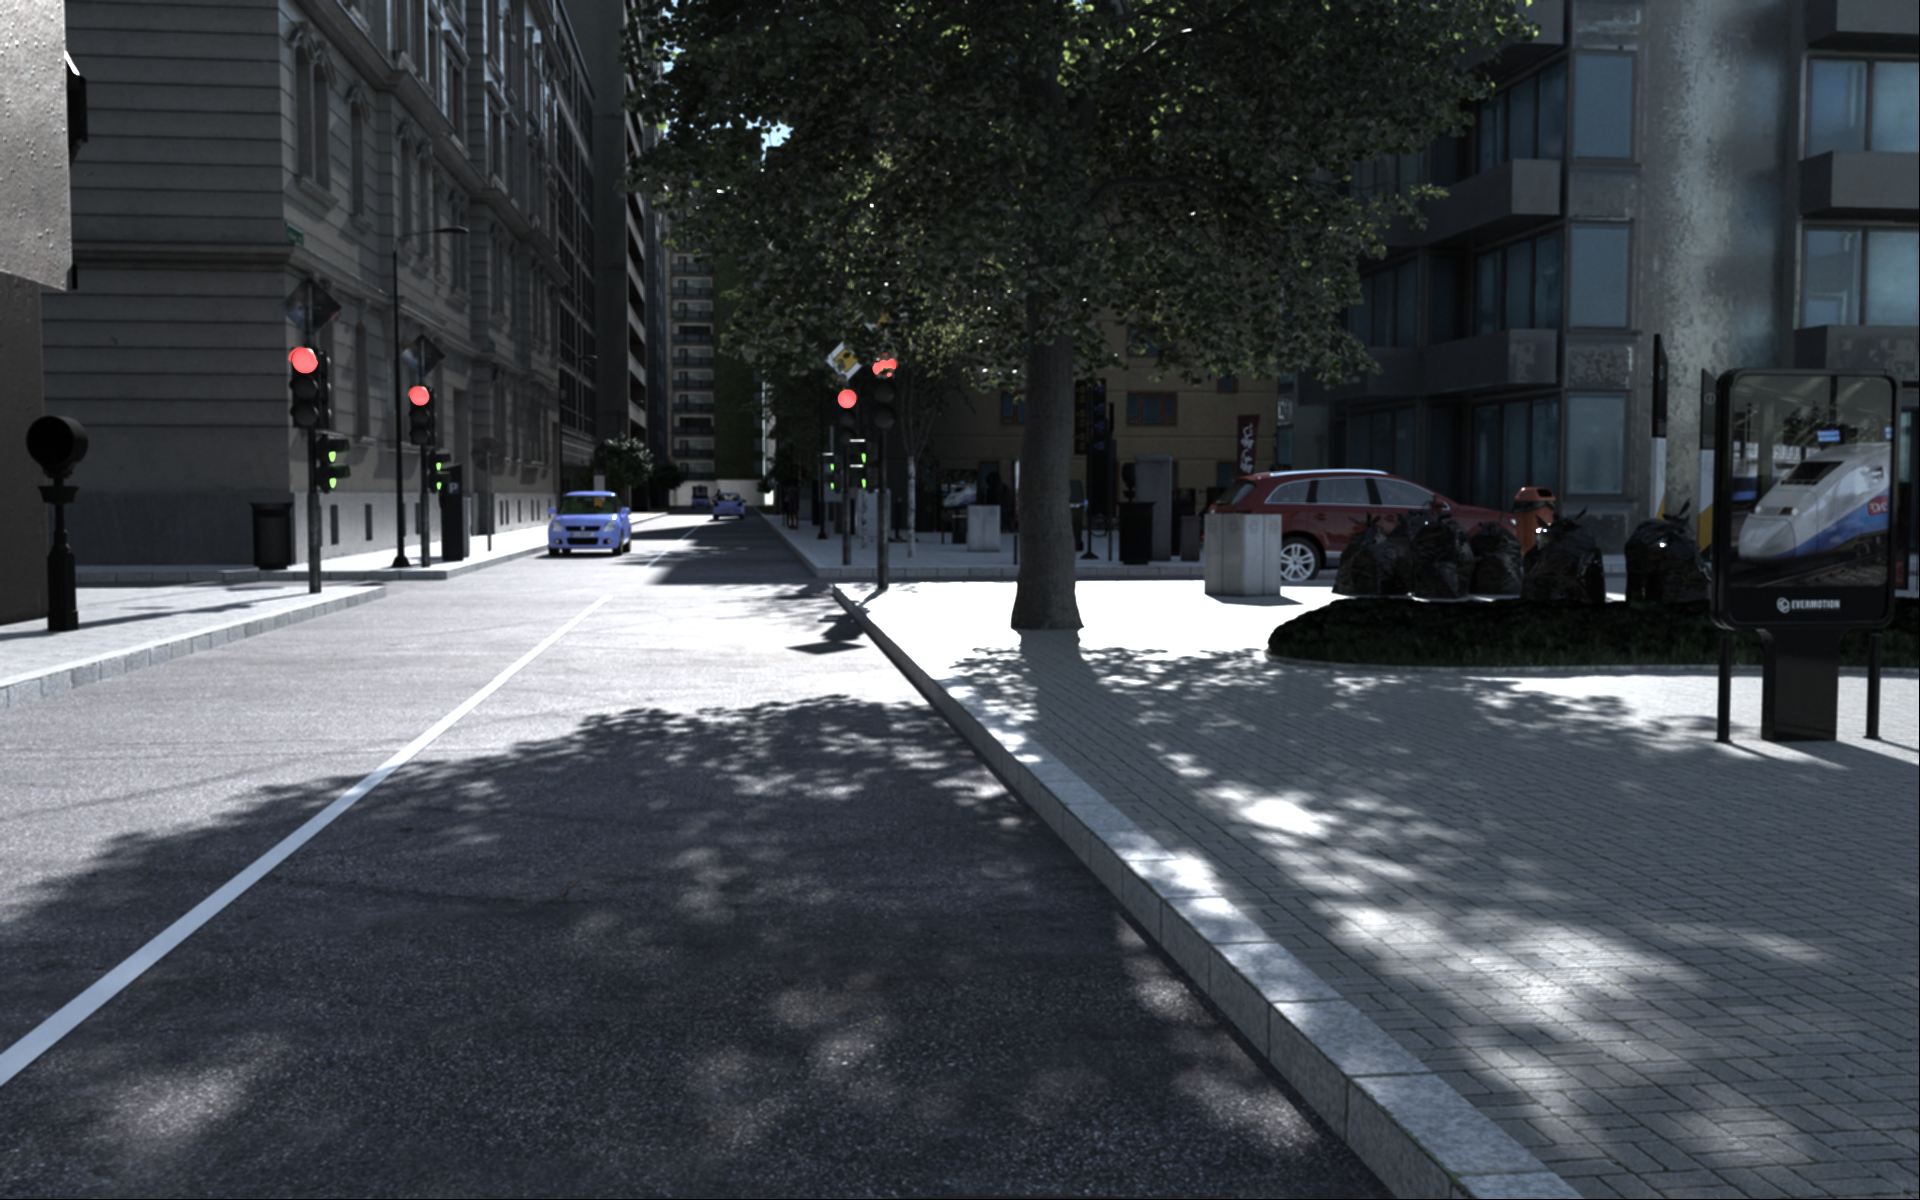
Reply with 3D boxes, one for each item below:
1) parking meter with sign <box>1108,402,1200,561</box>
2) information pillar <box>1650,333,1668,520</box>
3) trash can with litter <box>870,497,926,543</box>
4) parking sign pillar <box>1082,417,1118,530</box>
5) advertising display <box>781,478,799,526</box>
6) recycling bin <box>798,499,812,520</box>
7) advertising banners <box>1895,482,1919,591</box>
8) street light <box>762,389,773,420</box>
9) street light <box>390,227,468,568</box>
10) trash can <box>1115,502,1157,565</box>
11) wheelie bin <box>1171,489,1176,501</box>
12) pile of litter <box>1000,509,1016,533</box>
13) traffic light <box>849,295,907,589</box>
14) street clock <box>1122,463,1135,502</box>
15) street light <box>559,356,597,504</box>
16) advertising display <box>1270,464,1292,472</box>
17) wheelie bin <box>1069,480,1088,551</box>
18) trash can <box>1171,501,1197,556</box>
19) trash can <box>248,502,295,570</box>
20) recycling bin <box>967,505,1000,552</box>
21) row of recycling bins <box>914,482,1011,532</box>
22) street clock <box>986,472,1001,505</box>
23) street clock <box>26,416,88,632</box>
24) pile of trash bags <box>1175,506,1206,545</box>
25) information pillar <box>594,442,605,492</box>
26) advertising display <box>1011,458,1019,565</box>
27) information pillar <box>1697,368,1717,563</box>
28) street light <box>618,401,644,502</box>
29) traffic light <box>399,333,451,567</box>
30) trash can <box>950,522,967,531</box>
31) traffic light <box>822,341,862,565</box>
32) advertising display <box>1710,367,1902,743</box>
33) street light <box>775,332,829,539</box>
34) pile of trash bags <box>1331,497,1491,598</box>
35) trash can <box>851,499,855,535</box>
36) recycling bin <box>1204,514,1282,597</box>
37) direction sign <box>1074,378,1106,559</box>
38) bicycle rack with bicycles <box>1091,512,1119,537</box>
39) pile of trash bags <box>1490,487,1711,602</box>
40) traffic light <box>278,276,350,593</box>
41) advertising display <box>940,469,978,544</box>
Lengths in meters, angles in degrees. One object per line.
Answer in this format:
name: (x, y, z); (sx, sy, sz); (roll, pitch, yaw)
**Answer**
parking meter with sign: (3.703, -2.251, 33.071); (1.738, 3.016, 0.543); (0, 4, 2)
information pillar: (10.292, -2.090, 25.531); (0.183, 3.616, 0.504); (3, 4, 37)
trash can with litter: (-1.567, -2.176, 46.635); (1.678, 1.210, 2.233); (0, 4, 1)
parking sign pillar: (5.032, -4.476, 61.662); (1.447, 3.967, 1.447); (-2, 4, -29)
advertising display: (-6.903, -3.986, 70.377); (0.123, 1.923, 0.974); (2, 4, 34)
recycling bin: (-7.691, -4.471, 85.663); (0.722, 1.027, 0.722); (-1, 4, -9)
advertising banners: (12.668, -1.659, 23.320); (0.090, 3.025, 2.074); (0, 4, 2)
street light: (-8.044, -6.389, 77.005); (1.470, 5.913, 1.316); (0, 4, -7)
street light: (-9.252, -3.528, 30.220); (1.470, 5.913, 1.316); (0, 4, -7)
trash can: (3.192, -1.210, 31.436); (0.748, 1.137, 0.748); (0, 3, 0)
wheelie bin: (7.024, -3.161, 59.587); (0.693, 1.594, 0.980); (-1, 4, -17)
pile of litter: (1.930, -2.629, 56.956); (1.719, 0.858, 1.176); (-1, 4, -10)
traffic light: (-1.062, -2.105, 23.334); (0.839, 4.253, 0.868); (0, 4, -7)
street clock: (3.935, -2.166, 39.987); (0.358, 2.002, 0.471); (2, 4, 34)
street light: (-12.898, -5.248, 58.342); (1.470, 5.913, 1.316); (0, 4, -7)
advertising display: (6.887, -1.958, 37.233); (0.123, 1.923, 0.974); (2, 4, 32)
wheelie bin: (2.374, -1.896, 38.910); (0.980, 1.594, 0.693); (-1, 4, -11)
trash can: (4.549, -1.494, 36.075); (0.748, 1.137, 0.748); (0, 3, 0)
trash can: (-11.697, -1.089, 29.459); (0.748, 1.137, 0.748); (0, 3, 0)
recycling bin: (0.525, -1.593, 38.598); (0.722, 1.027, 0.722); (0, 4, 0)
row of recycling bins: (-0.017, -3.168, 58.904); (3.534, 1.692, 1.069); (-1, 4, -13)
street clock: (1.069, -3.131, 55.764); (0.471, 2.002, 0.358); (0, 4, -1)
street clock: (-8.419, -0.711, 16.199); (0.471, 2.002, 0.358); (0, 4, 5)
pile of trash bags: (6.400, -2.148, 44.867); (1.912, 1.369, 3.447); (2, 4, 31)
information pillar: (-16.040, -5.245, 77.106); (0.504, 3.616, 0.183); (0, 4, 0)
advertising display: (1.391, -1.611, 31.547); (0.974, 1.923, 0.123); (-2, 4, -25)
information pillar: (14.048, -2.509, 32.373); (0.504, 3.616, 0.183); (0, 4, -4)
street light: (-16.492, -6.978, 86.629); (1.470, 5.913, 1.316); (0, 4, -7)
traffic light: (-9.370, -2.532, 30.314); (0.839, 4.253, 0.868); (0, 4, -7)
trash can: (-0.038, -2.818, 57.721); (0.748, 1.137, 0.748); (0, 3, 0)
traffic light: (-2.069, -2.589, 31.256); (0.839, 4.253, 0.868); (0, 4, -7)
advertising display: (4.375, -0.230, 8.978); (0.974, 1.923, 0.123); (-1, 4, -9)
street light: (-4.446, -4.673, 48.951); (1.470, 5.913, 1.316); (0, 4, -7)
pile of trash bags: (6.604, -0.789, 22.653); (3.447, 1.369, 1.912); (-2, 4, -35)
trash can: (-3.246, -2.629, 54.631); (0.748, 1.137, 0.748); (0, 3, 0)
recycling bin: (3.601, -0.581, 22.061); (0.722, 1.027, 0.722); (-3, 4, -37)
direction sign: (2.567, -2.584, 34.238); (0.379, 3.537, 0.876); (-3, 4, -39)
bicycle rack with bicycles: (5.597, -2.366, 52.059); (2.925, 0.926, 2.852); (1, 4, 22)
pile of trash bags: (7.376, -0.478, 17.575); (3.447, 1.369, 1.912); (2, 4, 28)
traffic light: (-8.362, -2.047, 22.393); (0.839, 4.253, 0.868); (0, 4, -7)
advertising display: (-0.018, -2.414, 44.689); (0.974, 1.923, 0.123); (0, 4, 4)
